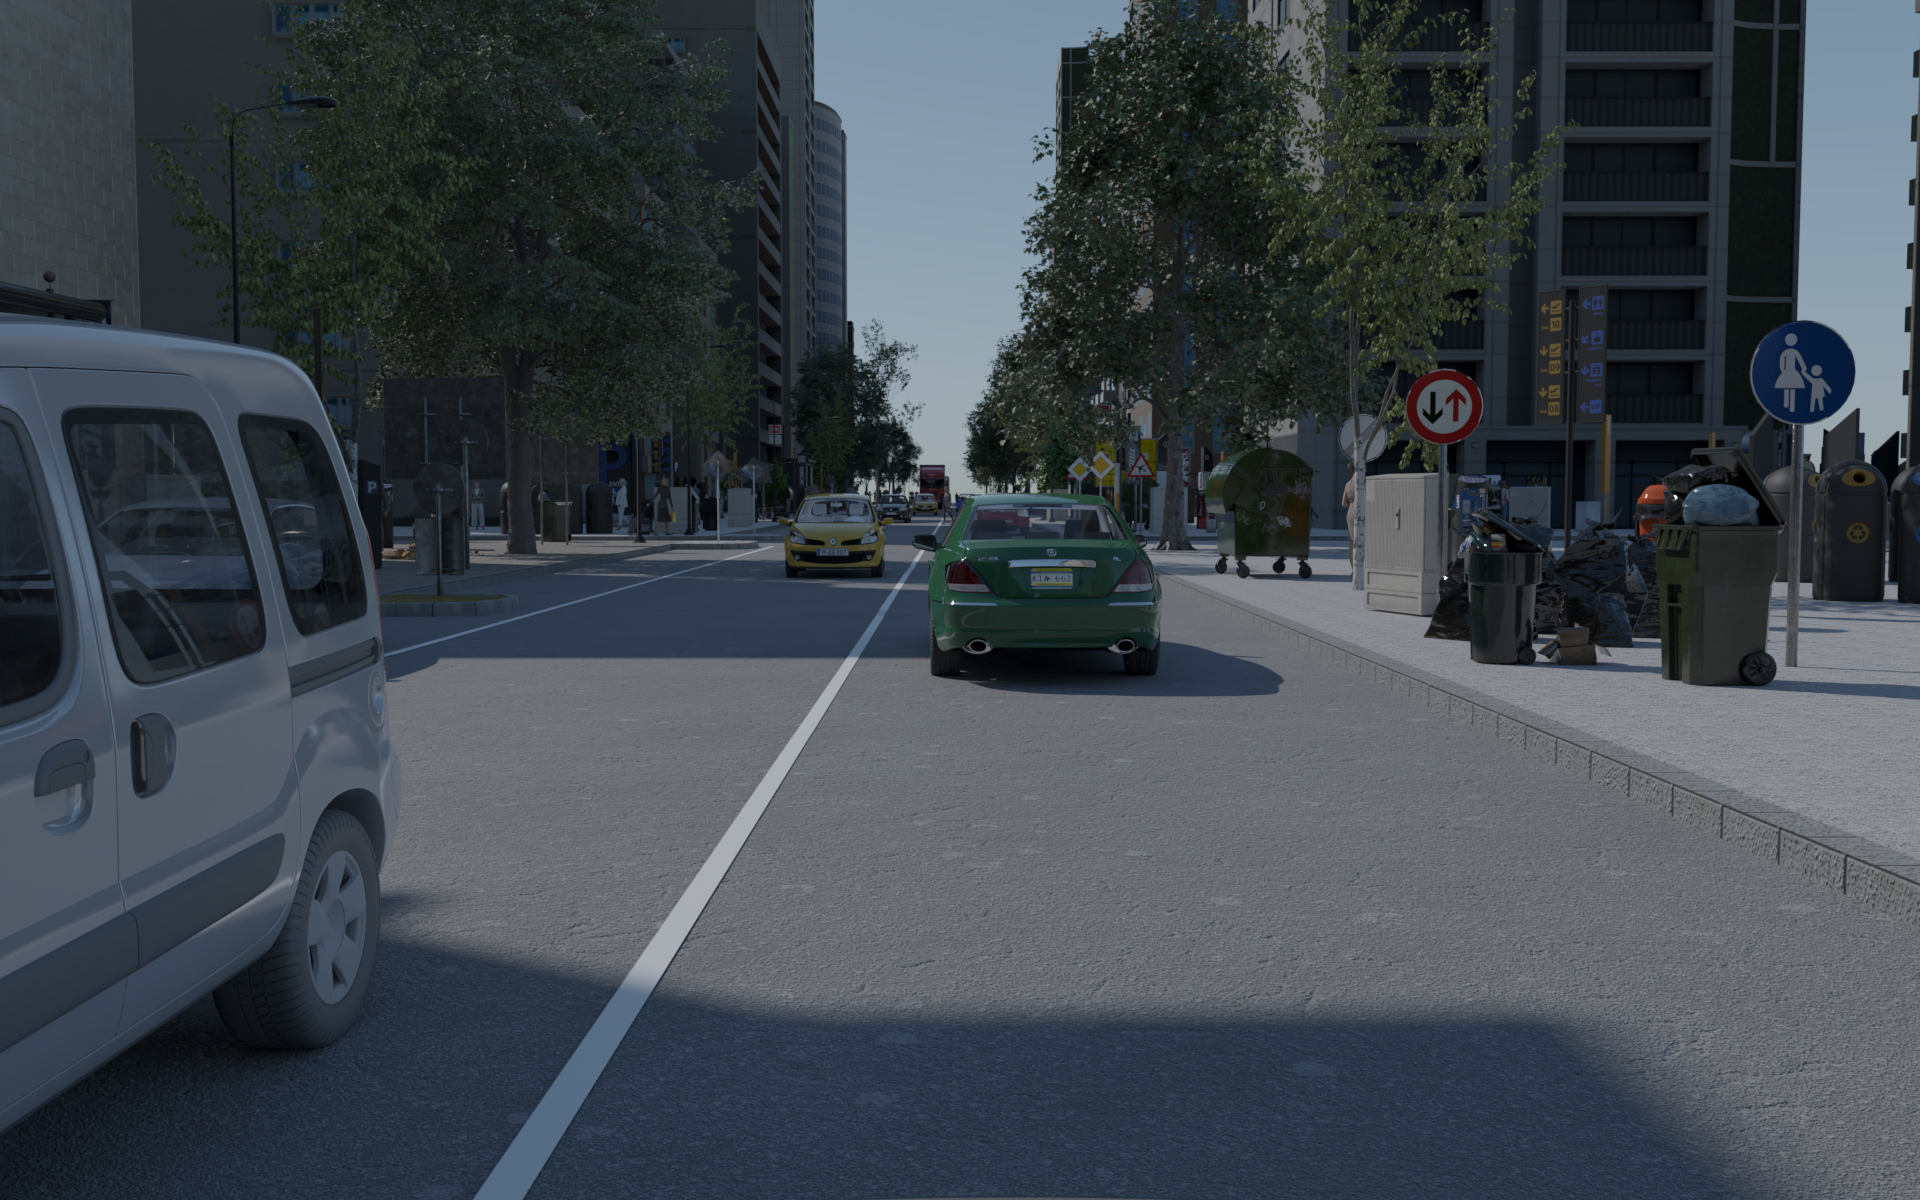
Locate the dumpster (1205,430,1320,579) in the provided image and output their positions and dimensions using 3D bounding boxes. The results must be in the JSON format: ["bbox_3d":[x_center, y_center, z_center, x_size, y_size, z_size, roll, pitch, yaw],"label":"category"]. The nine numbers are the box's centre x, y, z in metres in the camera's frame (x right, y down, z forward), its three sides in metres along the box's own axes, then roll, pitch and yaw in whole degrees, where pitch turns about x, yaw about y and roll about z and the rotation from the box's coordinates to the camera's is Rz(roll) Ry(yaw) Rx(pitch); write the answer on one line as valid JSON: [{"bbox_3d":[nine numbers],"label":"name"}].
[{"bbox_3d":[4.705,-1.500,27.013,1.502,2.255,1.985,0,3,0],"label":"dumpster"}]

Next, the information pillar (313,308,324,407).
[{"bbox_3d":[-8.139,-1.878,22.059,0.183,3.616,0.504,-1,4,-17],"label":"information pillar"}]

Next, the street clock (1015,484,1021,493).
[{"bbox_3d":[4.288,-7.516,127.452,0.471,2.002,0.358,0,4,1],"label":"street clock"}]

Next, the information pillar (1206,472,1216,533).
[{"bbox_3d":[8.356,-3.247,57.576,0.304,2.012,0.304,0,4,-1],"label":"information pillar"}]

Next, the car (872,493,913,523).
[{"bbox_3d":[-3.353,-4.707,86.748,2.009,1.686,4.222,0,4,1],"label":"car"}]

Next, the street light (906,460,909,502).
[{"bbox_3d":[-7.975,-16.260,238.386,1.470,5.913,1.316,0,3,0],"label":"street light"}]

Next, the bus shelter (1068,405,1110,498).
[{"bbox_3d":[5.645,-5.963,75.122,2.179,5.291,8.768,0,4,0],"label":"bus shelter"}]

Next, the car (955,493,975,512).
[{"bbox_3d":[0.555,-7.766,136.566,1.945,1.707,3.694,0,4,2],"label":"car"}]

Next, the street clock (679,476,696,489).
[{"bbox_3d":[-10.608,-3.879,67.987,0.471,2.002,0.358,-3,4,-39],"label":"street clock"}]

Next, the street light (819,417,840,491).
[{"bbox_3d":[-7.907,-8.049,104.136,1.470,5.913,1.316,0,3,0],"label":"street light"}]

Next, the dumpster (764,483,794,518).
[{"bbox_3d":[-9.689,-5.483,92.139,1.502,2.255,1.985,0,4,0],"label":"dumpster"}]

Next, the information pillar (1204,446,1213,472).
[{"bbox_3d":[12.075,-5.690,84.390,0.504,3.616,0.183,-1,4,-17],"label":"information pillar"}]

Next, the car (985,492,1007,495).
[{"bbox_3d":[1.505,-3.173,60.920,2.155,1.783,4.494,0,3,0],"label":"car"}]

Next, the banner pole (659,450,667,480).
[{"bbox_3d":[-16.816,-6.588,97.734,0.863,3.779,0.401,3,5,40],"label":"banner pole"}]

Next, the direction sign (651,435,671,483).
[{"bbox_3d":[-11.476,-4.560,66.554,0.876,3.537,0.379,2,4,24],"label":"direction sign"}]

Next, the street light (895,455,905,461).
[{"bbox_3d":[-7.800,-14.740,213.545,1.470,5.913,1.316,0,3,0],"label":"street light"}]

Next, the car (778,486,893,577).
[{"bbox_3d":[-2.202,-1.272,31.013,2.015,1.641,3.980,0,4,-2],"label":"car"}]

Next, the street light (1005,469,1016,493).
[{"bbox_3d":[3.560,-8.019,103.649,1.470,5.913,1.316,0,3,0],"label":"street light"}]

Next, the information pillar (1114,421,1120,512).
[{"bbox_3d":[4.216,-3.375,46.528,0.183,3.616,0.504,0,4,0],"label":"information pillar"}]

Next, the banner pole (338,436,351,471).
[{"bbox_3d":[-23.406,-4.645,65.959,0.401,3.779,0.863,2,4,32],"label":"banner pole"}]

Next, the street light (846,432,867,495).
[{"bbox_3d":[-7.825,-9.655,130.400,1.470,5.913,1.316,0,3,0],"label":"street light"}]

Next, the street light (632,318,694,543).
[{"bbox_3d":[-7.882,-4.453,45.345,1.470,5.913,1.316,0,3,0],"label":"street light"}]

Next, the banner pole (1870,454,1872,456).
[{"bbox_3d":[57.670,-7.311,109.553,0.401,3.779,0.863,3,5,41],"label":"banner pole"}]

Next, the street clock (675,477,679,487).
[{"bbox_3d":[-11.975,-4.247,74.001,0.358,2.002,0.471,1,4,20],"label":"street clock"}]

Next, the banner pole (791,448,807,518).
[{"bbox_3d":[-8.710,-6.338,93.651,0.863,3.779,0.401,-1,4,-9],"label":"banner pole"}]

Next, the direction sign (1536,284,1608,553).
[{"bbox_3d":[6.732,-1.660,19.131,0.379,3.537,0.876,-2,4,-34],"label":"direction sign"}]

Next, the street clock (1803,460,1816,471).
[{"bbox_3d":[18.202,-2.009,37.421,0.471,2.002,0.358,-2,4,-24],"label":"street clock"}]

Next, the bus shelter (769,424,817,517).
[{"bbox_3d":[-9.933,-7.638,102.515,2.179,5.291,8.768,0,3,0],"label":"bus shelter"}]

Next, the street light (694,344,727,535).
[{"bbox_3d":[-7.906,-4.973,53.843,1.470,5.913,1.316,0,3,0],"label":"street light"}]

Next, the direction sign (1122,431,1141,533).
[{"bbox_3d":[5.680,-4.011,57.569,0.379,3.537,0.876,-3,4,-39],"label":"direction sign"}]

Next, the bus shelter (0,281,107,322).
[{"bbox_3d":[-10.382,-2.257,14.540,2.179,5.291,8.768,0,3,0],"label":"bus shelter"}]

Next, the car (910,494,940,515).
[{"bbox_3d":[-2.364,-6.537,117.103,2.015,1.641,3.980,0,4,-2],"label":"car"}]

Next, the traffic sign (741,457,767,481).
[{"bbox_3d":[-6.441,-3.170,54.020,0.795,2.593,0.064,0,3,0],"label":"traffic sign"}]

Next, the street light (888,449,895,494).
[{"bbox_3d":[-7.836,-12.694,180.089,1.470,5.913,1.316,0,3,0],"label":"street light"}]

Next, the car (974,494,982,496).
[{"bbox_3d":[1.492,-9.239,160.838,2.009,1.686,4.222,0,4,1],"label":"car"}]

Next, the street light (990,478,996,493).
[{"bbox_3d":[3.495,-11.142,154.716,1.470,5.913,1.316,0,3,0],"label":"street light"}]

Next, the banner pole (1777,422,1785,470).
[{"bbox_3d":[27.432,-4.152,57.903,0.401,3.779,0.863,1,4,11],"label":"banner pole"}]

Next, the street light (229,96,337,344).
[{"bbox_3d":[-7.970,-2.926,20.382,1.470,5.913,1.316,0,3,0],"label":"street light"}]

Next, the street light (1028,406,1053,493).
[{"bbox_3d":[3.624,-6.467,78.277,1.470,5.913,1.316,0,3,0],"label":"street light"}]

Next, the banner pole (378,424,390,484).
[{"bbox_3d":[-20.820,-4.441,62.620,0.401,3.779,0.863,1,4,15],"label":"banner pole"}]

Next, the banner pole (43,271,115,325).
[{"bbox_3d":[-9.993,-1.810,19.604,0.863,3.779,0.401,-1,4,-16],"label":"banner pole"}]

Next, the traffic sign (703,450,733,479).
[{"bbox_3d":[-6.440,-2.682,46.035,0.795,2.593,0.064,0,3,0],"label":"traffic sign"}]

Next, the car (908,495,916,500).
[{"bbox_3d":[-6.281,-14.234,245.087,2.083,1.381,4.827,0,4,-1],"label":"car"}]

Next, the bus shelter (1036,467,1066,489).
[{"bbox_3d":[5.911,-7.178,111.289,2.014,3.302,5.546,0,3,0],"label":"bus shelter"}]

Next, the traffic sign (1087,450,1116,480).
[{"bbox_3d":[3.754,-2.680,46.016,0.795,2.593,0.064,0,3,0],"label":"traffic sign"}]

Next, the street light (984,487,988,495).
[{"bbox_3d":[3.674,-14.205,204.793,1.470,5.913,1.316,0,3,0],"label":"street light"}]

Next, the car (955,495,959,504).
[{"bbox_3d":[0.193,-14.458,248.968,1.945,1.354,3.894,0,3,0],"label":"car"}]

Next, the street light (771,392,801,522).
[{"bbox_3d":[-7.958,-6.529,79.294,1.470,5.913,1.316,0,3,0],"label":"street light"}]

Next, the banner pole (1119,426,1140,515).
[{"bbox_3d":[5.405,-4.031,55.922,0.863,3.779,0.401,-1,4,-12],"label":"banner pole"}]

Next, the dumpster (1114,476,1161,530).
[{"bbox_3d":[6.310,-3.612,61.557,1.502,2.255,1.985,0,4,0],"label":"dumpster"}]

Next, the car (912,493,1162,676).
[{"bbox_3d":[0.641,-0.202,15.099,2.131,1.459,4.920,0,4,-1],"label":"car"}]

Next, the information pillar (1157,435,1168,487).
[{"bbox_3d":[7.326,-4.335,62.239,0.504,3.616,0.183,0,4,-5],"label":"information pillar"}]
